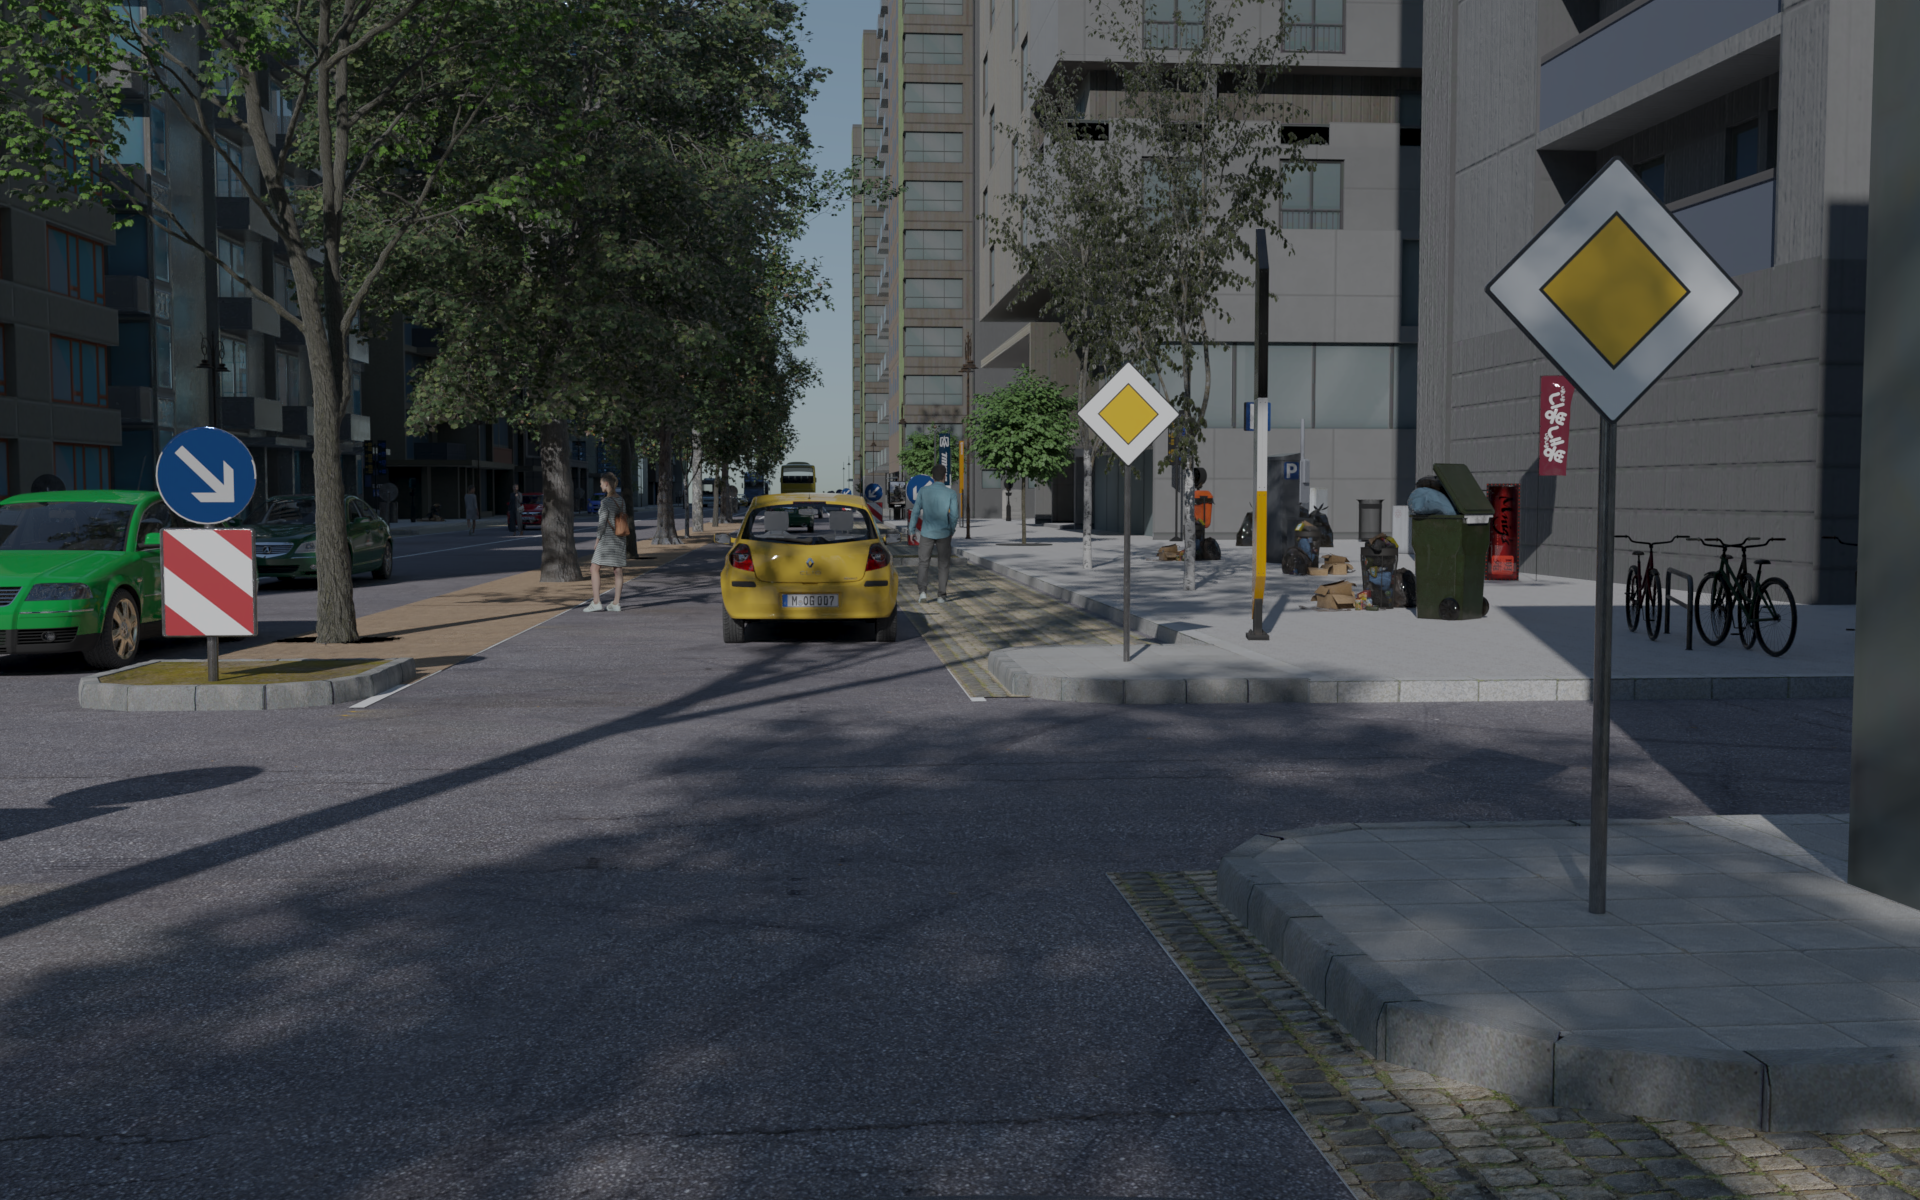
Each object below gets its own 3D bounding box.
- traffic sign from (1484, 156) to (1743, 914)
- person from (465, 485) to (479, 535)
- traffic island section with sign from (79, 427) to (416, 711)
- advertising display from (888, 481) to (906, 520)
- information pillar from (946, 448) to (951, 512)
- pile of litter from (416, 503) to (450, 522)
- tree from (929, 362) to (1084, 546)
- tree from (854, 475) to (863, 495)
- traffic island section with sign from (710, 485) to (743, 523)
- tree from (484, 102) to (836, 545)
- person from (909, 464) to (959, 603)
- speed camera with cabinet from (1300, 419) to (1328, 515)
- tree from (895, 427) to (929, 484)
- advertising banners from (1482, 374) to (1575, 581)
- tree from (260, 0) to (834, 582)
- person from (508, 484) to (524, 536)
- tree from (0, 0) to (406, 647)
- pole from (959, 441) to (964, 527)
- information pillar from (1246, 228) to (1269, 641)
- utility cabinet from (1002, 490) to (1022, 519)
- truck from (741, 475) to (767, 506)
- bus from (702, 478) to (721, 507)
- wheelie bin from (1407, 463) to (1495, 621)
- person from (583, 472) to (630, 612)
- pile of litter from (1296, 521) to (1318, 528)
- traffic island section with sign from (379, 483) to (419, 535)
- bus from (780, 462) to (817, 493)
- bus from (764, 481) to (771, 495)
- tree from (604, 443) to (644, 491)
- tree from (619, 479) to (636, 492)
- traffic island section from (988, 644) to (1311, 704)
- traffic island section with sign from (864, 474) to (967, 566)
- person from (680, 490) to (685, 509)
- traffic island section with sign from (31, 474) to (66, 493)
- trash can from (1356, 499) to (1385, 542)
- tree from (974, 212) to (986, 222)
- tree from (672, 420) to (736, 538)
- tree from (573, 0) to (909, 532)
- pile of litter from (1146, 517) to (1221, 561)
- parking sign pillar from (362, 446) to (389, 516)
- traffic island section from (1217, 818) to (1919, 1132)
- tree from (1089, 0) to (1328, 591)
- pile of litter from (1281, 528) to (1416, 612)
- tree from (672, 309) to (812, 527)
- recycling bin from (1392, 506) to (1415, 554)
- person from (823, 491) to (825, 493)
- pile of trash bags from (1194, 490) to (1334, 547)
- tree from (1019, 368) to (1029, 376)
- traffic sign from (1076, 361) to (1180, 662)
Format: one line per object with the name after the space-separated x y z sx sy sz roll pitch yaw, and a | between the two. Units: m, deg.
1.950 -0.098 5.245 0.795 2.450 0.064 0 4 -5 | traffic sign
-16.865 -3.095 59.847 0.466 1.731 0.760 -1 4 -18 | person
-5.156 -0.260 12.393 2.006 1.907 1.989 0 4 -5 | traffic island section with sign
-3.109 -4.913 85.548 0.974 1.923 0.123 -3 4 -36 | advertising display
-0.618 -5.026 73.534 0.504 3.616 0.183 1 4 22 | information pillar
-24.616 -4.089 80.819 1.719 0.858 1.176 3 4 38 | pile of litter
1.689 -3.647 43.341 4.285 4.588 4.351 0 3 0 | tree
-9.659 -10.884 172.555 1.663 3.219 1.824 0 3 0 | tree
-11.544 -4.839 87.261 2.006 1.907 1.989 0 4 -5 | traffic island section with sign
-8.298 -7.892 48.491 9.611 12.733 9.660 0 3 0 | tree
-0.347 -0.863 22.638 0.660 1.820 0.620 0 4 5 | person
9.207 -3.176 46.262 0.660 3.252 2.038 2 4 32 | speed camera with cabinet
-1.193 -5.741 77.586 4.285 4.588 4.351 0 3 0 | tree
8.015 -1.801 25.633 2.074 3.025 0.090 1 4 16 | advertising banners
-6.488 -7.255 27.729 9.857 13.997 8.962 0 3 0 | tree
-15.205 -3.080 59.282 0.576 1.772 0.534 0 4 -4 | person
-6.120 -5.397 16.449 9.928 11.665 9.643 0 3 0 | tree
0.053 -4.453 66.650 0.158 3.312 0.155 0 3 0 | pole
2.626 -1.455 15.147 0.183 3.616 0.504 0 4 5 | information pillar
2.616 -4.763 86.560 0.318 1.500 1.173 3 5 43 | utility cabinet
-25.344 -13.746 214.500 2.967 4.110 18.799 0 4 -6 | truck
-27.544 -12.070 192.211 2.948 3.499 13.247 0 4 -6 | bus
5.020 -0.607 17.825 0.980 1.594 0.693 -3 5 -45 | wheelie bin
-4.273 -0.714 21.181 0.522 1.701 0.512 1 4 23 | person
5.847 -0.853 27.911 1.719 0.858 1.176 -3 5 -39 | pile of litter
-20.109 -3.186 60.726 1.989 1.847 2.006 0 4 -5 | traffic island section with sign
-12.247 -8.537 131.129 2.896 3.916 12.252 0 4 -5 | bus
-27.524 -14.924 238.863 2.948 3.499 13.247 0 4 -5 | bus
-31.389 -13.010 163.074 4.737 8.622 4.395 0 3 0 | tree
-32.572 -10.687 169.334 1.663 3.219 1.824 0 3 0 | tree
1.295 0.550 13.281 2.009 0.180 2.903 0 4 -5 | traffic island section
-0.924 -1.638 35.413 1.989 1.847 2.006 0 4 -5 | traffic island section with sign
-26.674 -9.705 167.310 0.705 1.807 1.348 -2 4 -34 | person
-17.796 -1.517 33.428 1.989 1.847 2.006 0 4 -5 | traffic island section with sign
10.991 -2.126 46.406 0.748 1.137 0.748 0 3 0 | trash can
2.429 -4.843 29.540 4.360 8.622 3.978 0 3 0 | tree
-8.811 -6.291 55.670 4.360 8.622 3.978 0 3 0 | tree
-8.598 -12.574 63.936 12.611 20.169 13.585 0 3 0 | tree
4.343 -1.198 33.558 1.719 0.858 1.176 -1 4 -18 | pile of litter
-28.840 -5.921 85.287 1.447 3.967 1.447 -3 5 -42 | parking sign pillar
1.973 1.037 5.325 2.009 0.180 2.903 0 4 -5 | traffic island section
2.817 -4.428 22.760 4.360 8.622 3.978 0 3 0 | tree
4.502 -0.342 19.553 1.719 0.858 1.176 -2 4 -26 | pile of litter
-10.621 -8.421 74.550 8.767 10.594 7.601 0 4 -5 | tree
9.781 -1.507 37.197 0.722 1.027 0.722 -3 4 -39 | recycling bin
-19.440 -14.600 246.847 1.348 1.869 0.705 -3 5 -42 | person
7.263 -1.984 42.187 3.447 1.369 1.912 0 4 -7 | pile of trash bags
4.306 -7.814 78.114 4.737 8.622 4.395 0 3 0 | tree
1.272 -0.585 13.202 0.795 2.450 0.064 0 4 -5 | traffic sign
